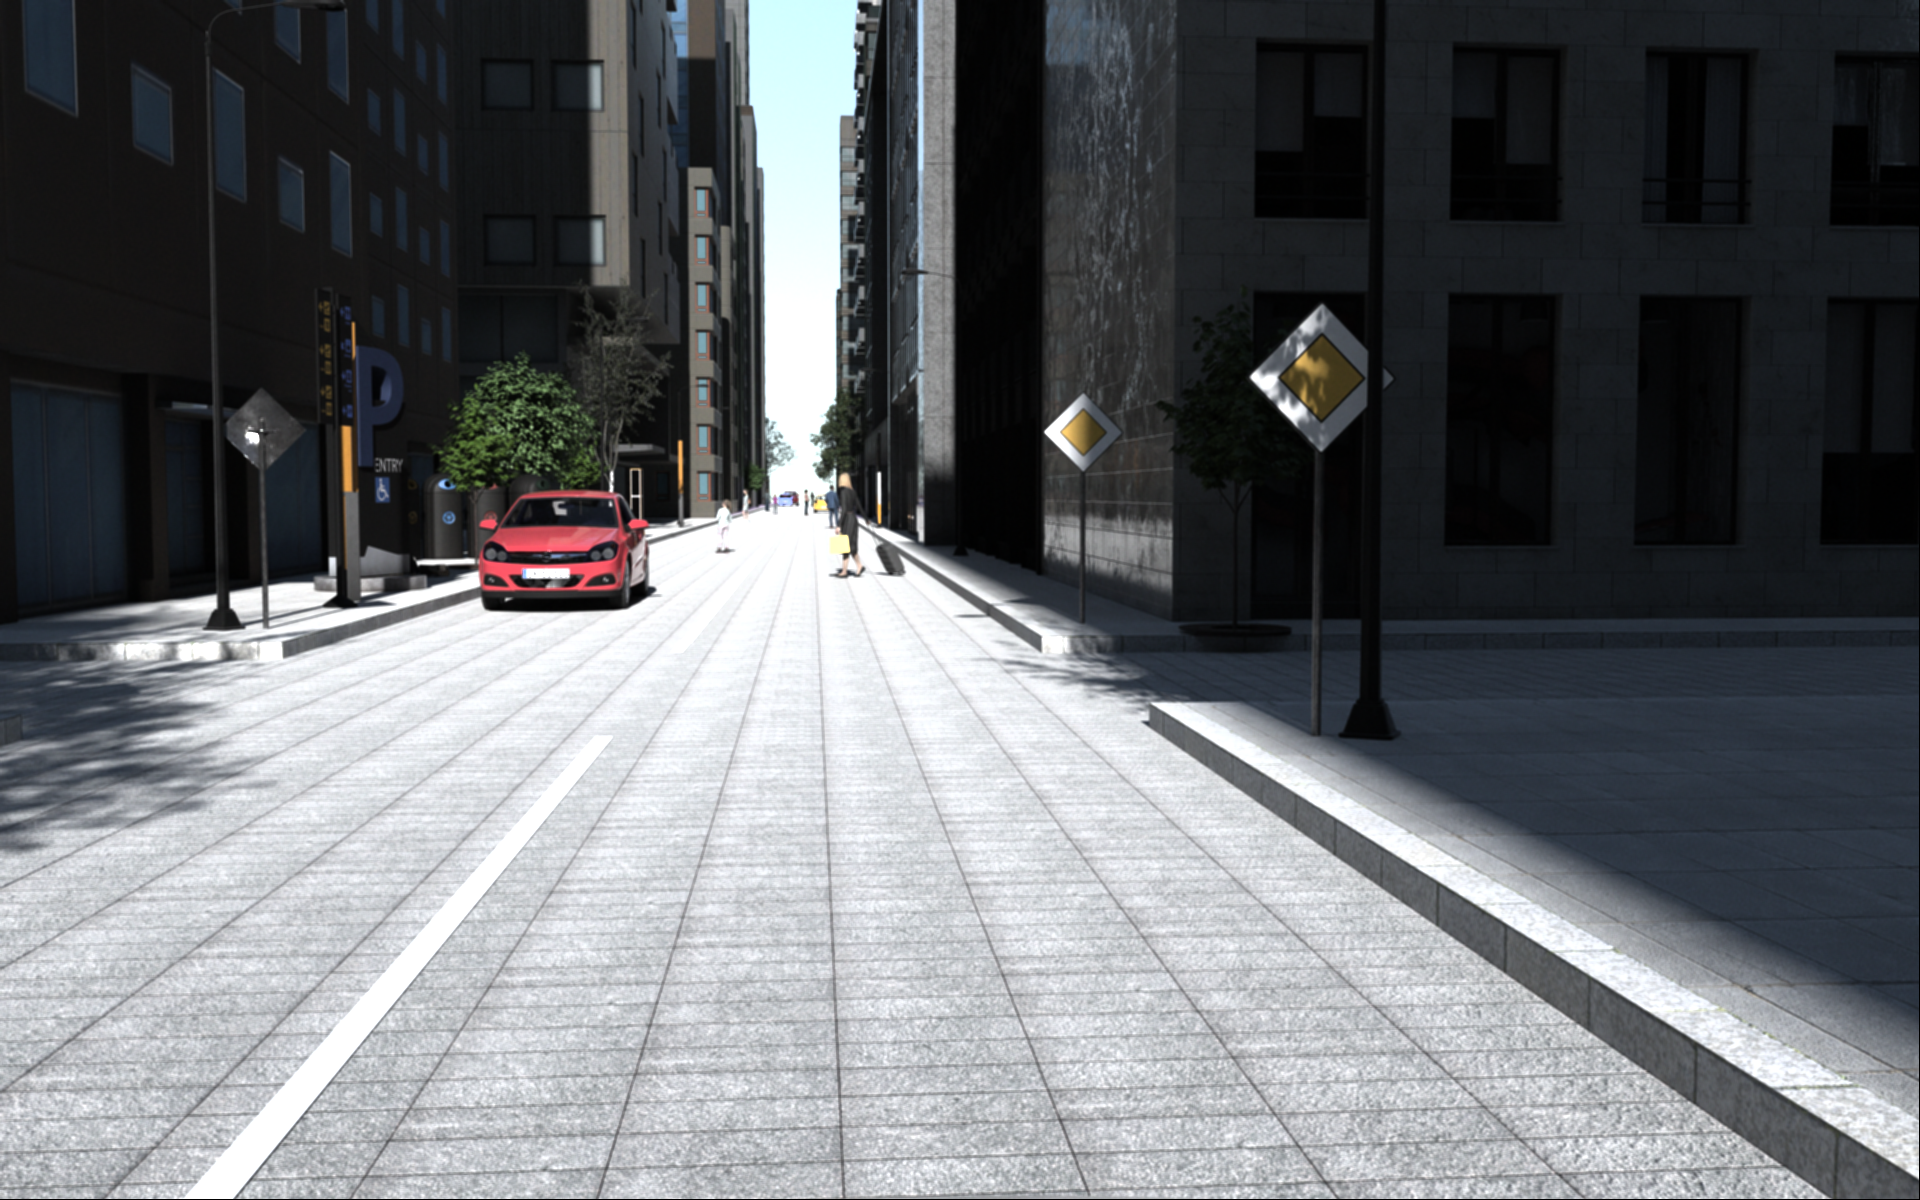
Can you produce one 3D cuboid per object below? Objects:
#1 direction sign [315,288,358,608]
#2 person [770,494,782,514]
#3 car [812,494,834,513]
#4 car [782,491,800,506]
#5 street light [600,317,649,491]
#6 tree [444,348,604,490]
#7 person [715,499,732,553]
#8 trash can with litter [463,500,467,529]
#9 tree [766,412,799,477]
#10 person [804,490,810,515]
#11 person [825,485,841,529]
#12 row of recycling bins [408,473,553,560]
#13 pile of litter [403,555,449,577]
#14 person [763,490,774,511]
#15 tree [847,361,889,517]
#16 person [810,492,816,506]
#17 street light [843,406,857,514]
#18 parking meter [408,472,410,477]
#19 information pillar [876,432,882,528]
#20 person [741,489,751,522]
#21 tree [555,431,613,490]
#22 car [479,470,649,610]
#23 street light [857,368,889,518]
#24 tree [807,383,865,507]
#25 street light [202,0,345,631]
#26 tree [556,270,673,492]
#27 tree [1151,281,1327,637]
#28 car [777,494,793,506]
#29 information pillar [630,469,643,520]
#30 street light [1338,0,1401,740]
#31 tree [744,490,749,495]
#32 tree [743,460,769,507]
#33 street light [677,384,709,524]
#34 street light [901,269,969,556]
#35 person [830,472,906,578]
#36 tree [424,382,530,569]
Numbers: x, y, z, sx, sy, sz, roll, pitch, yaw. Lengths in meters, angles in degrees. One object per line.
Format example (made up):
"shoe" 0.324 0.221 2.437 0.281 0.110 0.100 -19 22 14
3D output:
"direction sign" -7.045 -1.687 19.581 0.379 3.537 0.876 0 4 4
"person" -13.137 -6.834 123.458 0.991 1.433 0.599 -2 4 -34
"car" -10.332 -7.485 132.598 2.015 1.641 3.980 0 4 -4
"car" -20.541 -12.296 209.709 2.281 1.827 5.304 0 4 -4
"street light" -8.883 -4.470 45.624 1.470 5.913 1.316 0 4 -5
"tree" -9.737 -3.377 38.923 4.285 4.588 4.351 0 3 0
"person" -5.754 -1.787 41.996 0.394 1.301 0.425 2 4 35
"trash can with litter" -12.146 -2.013 44.304 1.055 1.170 0.624 -2 4 -28
"tree" -28.055 -20.719 249.117 12.009 13.543 11.850 0 3 0
"person" -10.242 -6.554 116.360 0.721 1.736 1.217 0 4 7
"person" -5.261 -3.867 71.911 0.721 1.800 0.419 1 4 18
"row of recycling bins" -9.876 -1.674 34.476 3.534 1.692 1.069 -2 4 -34
"pile of litter" -8.675 -0.815 27.296 1.176 0.858 1.719 -2 4 -25
"person" -16.157 -8.369 145.420 1.350 1.814 0.705 3 5 42
"tree" -4.284 -8.871 95.399 4.360 8.622 3.978 0 3 0
"person" -17.126 -11.775 201.837 0.721 1.723 1.217 -3 4 -37
"street light" -5.306 -7.290 91.740 1.470 5.913 1.316 0 4 -5
"parking meter" -12.778 -2.077 39.667 0.399 1.863 0.255 0 4 4
"information pillar" -3.086 -4.539 65.563 0.183 3.616 0.504 -1 4 -13
"person" -11.018 -4.868 89.102 0.522 1.701 0.512 -1 4 -10
"tree" -11.420 -3.482 51.524 1.663 3.219 1.824 0 3 0
"car" -5.150 -0.844 22.846 2.155 1.783 4.494 0 4 -5
"street light" -2.974 -5.600 64.104 1.470 5.913 1.316 0 4 -5
"tree" -11.100 -15.967 178.062 9.611 12.733 9.660 0 3 0
"street light" -6.436 -2.675 16.273 1.470 5.913 1.316 0 4 -5
"tree" -11.606 -6.554 57.523 4.360 8.622 3.978 0 3 0
"tree" 2.533 -1.296 15.795 1.663 3.219 1.824 0 3 0
"car" -20.675 -11.944 204.878 1.945 1.707 3.694 0 4 -5
"information pillar" -9.380 -2.800 50.270 0.304 2.012 0.304 0 4 2
"street light" 1.635 -2.228 8.972 1.470 5.913 1.316 0 4 -5
"tree" -21.872 -10.984 174.182 1.663 3.219 1.824 0 3 0
"tree" -20.017 -11.176 166.448 4.285 4.588 4.351 0 3 0
"street light" -11.311 -6.163 73.303 1.470 5.913 1.316 0 4 -5
"street light" -0.523 -3.874 35.886 1.470 5.913 1.316 0 4 -5
"person" -1.614 -1.295 29.892 1.509 1.804 0.699 -2 4 -32
"tree" -8.333 -2.154 29.813 1.663 3.219 1.824 0 3 0
